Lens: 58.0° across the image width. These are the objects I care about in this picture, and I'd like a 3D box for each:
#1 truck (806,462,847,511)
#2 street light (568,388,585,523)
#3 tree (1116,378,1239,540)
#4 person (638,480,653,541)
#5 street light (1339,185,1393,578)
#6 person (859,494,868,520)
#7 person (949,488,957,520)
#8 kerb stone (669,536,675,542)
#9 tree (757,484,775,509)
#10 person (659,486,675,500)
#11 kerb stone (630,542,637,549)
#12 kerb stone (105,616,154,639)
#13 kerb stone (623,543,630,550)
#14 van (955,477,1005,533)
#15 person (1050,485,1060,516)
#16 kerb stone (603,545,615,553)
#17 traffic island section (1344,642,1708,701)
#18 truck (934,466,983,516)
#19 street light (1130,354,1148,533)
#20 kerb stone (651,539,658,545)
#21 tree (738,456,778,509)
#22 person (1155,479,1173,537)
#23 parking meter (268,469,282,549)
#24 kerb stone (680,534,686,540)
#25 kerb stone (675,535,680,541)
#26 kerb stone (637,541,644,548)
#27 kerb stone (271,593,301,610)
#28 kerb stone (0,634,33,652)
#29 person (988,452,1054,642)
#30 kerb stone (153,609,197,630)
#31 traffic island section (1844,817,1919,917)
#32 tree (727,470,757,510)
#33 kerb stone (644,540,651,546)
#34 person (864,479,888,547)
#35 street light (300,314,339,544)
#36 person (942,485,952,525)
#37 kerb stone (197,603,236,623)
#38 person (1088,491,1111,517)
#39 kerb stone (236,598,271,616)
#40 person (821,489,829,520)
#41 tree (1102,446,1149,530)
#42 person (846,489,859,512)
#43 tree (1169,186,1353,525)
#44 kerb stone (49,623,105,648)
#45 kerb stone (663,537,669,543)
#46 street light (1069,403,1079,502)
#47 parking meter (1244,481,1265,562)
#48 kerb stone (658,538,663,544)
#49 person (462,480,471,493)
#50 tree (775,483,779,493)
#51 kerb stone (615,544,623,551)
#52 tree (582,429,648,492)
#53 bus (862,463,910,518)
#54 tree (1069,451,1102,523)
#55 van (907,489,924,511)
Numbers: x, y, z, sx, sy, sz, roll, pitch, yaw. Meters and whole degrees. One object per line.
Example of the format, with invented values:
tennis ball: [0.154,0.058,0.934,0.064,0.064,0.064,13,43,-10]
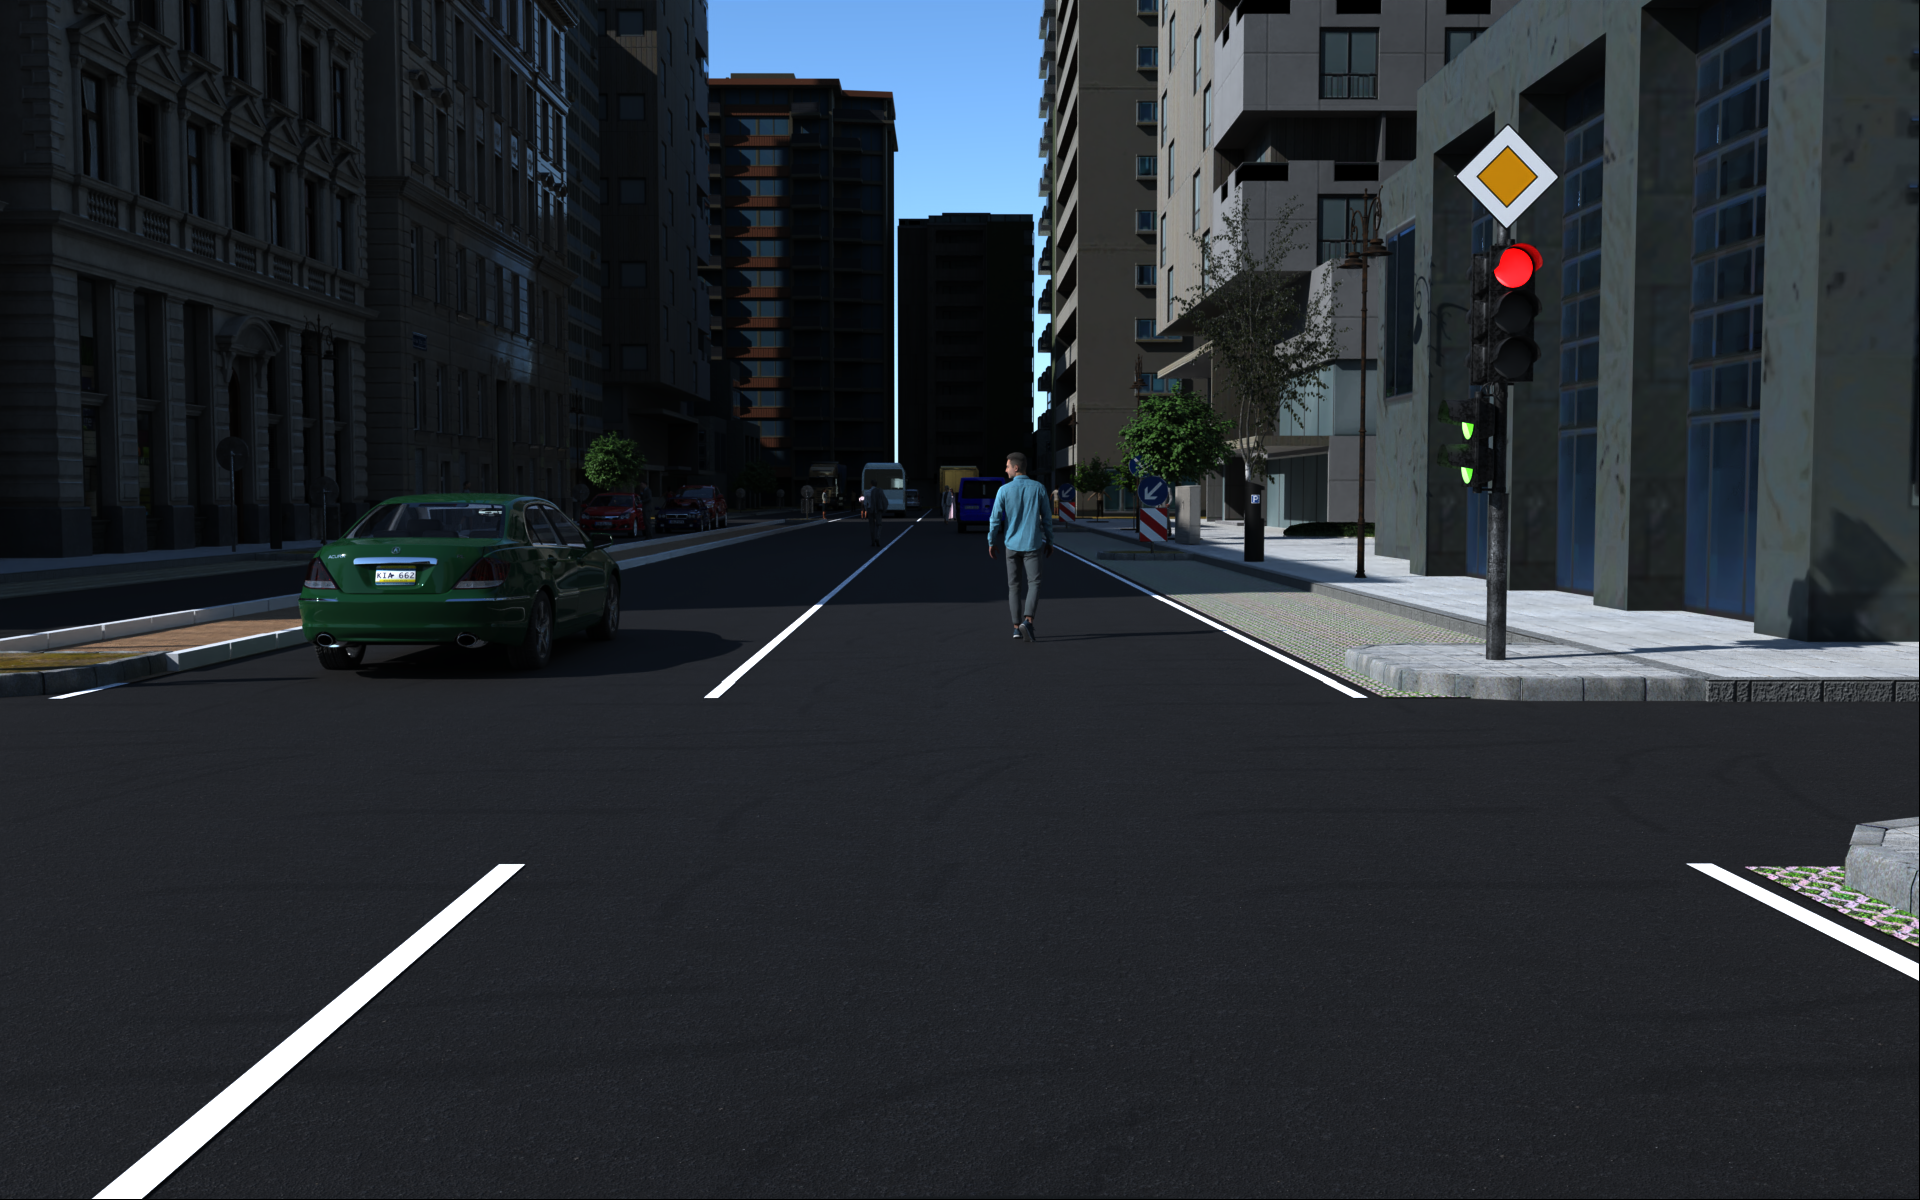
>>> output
truck: [-11.574,-9.937,151.384,2.839,4.237,11.283,0,4,1]
street light: [-16.722,-6.297,75.748,0.468,5.910,1.993,0,4,0]
tree: [6.113,-3.993,48.999,4.285,4.588,4.351,0,3,0]
person: [-9.547,-2.703,52.498,0.447,1.846,0.655,-1,4,-23]
street light: [6.133,-3.275,26.337,0.468,5.910,1.993,0,4,0]
person: [-5.353,-5.171,96.231,0.799,1.438,0.628,3,5,40]
person: [-0.464,-5.177,93.810,0.551,1.740,0.621,-3,5,-40]
kerb stone: [-8.673,-1.782,51.326,0.120,0.150,1.000,0,4,0]
tree: [-17.618,-9.587,151.346,1.663,3.219,1.824,0,3,0]
person: [-17.329,-5.894,103.093,1.217,1.739,0.721,-1,4,-19]
kerb stone: [-8.635,-1.406,45.185,0.120,0.150,1.000,0,4,0]
kerb stone: [-8.450,0.288,17.483,0.120,0.150,1.000,0,4,0]
kerb stone: [-8.622,-1.344,44.162,0.120,0.150,1.000,0,4,0]
van: [0.885,-3.726,65.307,2.240,2.365,5.245,0,4,1]
person: [5.759,-5.903,102.561,0.705,1.824,1.348,-3,5,-39]
kerb stone: [-8.605,-1.217,42.118,0.120,0.150,1.000,0,4,0]
traffic island section: [4.178,0.541,13.439,2.009,0.180,2.903,0,4,0]
truck: [-0.092,-7.478,118.196,3.469,3.379,9.791,0,4,-1]
street light: [5.886,-5.163,57.204,0.468,5.910,1.993,0,4,0]
kerb stone: [-8.643,-1.594,48.260,0.120,0.150,1.000,0,4,0]
tree: [-17.090,-9.963,146.605,4.285,4.588,4.351,0,3,0]
person: [6.117,-2.796,52.030,0.678,1.792,0.850,2,4,34]
parking meter: [-15.981,-2.123,40.424,0.255,1.863,0.399,-1,4,-23]
kerb stone: [-8.673,-1.907,53.371,0.120,0.150,1.000,0,4,0]
kerb stone: [-8.673,-1.844,52.348,0.120,0.150,1.000,0,4,0]
kerb stone: [-8.636,-1.468,46.207,0.120,0.150,1.000,0,4,0]
kerb stone: [-8.479,0.037,21.591,0.120,0.150,1.000,0,4,0]
kerb stone: [-8.446,0.414,15.428,0.120,0.150,1.000,0,4,0]
person: [0.578,-0.530,17.023,0.638,1.841,0.748,1,4,14]
kerb stone: [-8.466,0.226,18.512,0.120,0.150,1.000,0,4,0]
traffic island section: [4.227,1.029,5.454,2.009,0.180,2.903,0,4,0]
tree: [-17.803,-8.906,140.207,1.663,3.219,1.824,0,3,0]
kerb stone: [-8.641,-1.531,47.235,0.120,0.150,1.000,0,4,0]
person: [-2.295,-2.372,47.380,0.679,1.850,0.850,0,4,-2]
street light: [-16.485,-4.398,44.695,0.468,5.910,1.993,0,4,0]
person: [-0.621,-4.476,81.558,0.514,1.842,0.818,0,4,3]
kerb stone: [-8.468,0.164,19.534,0.120,0.150,1.000,0,4,0]
person: [7.747,-5.490,95.818,1.348,1.823,0.705,-1,4,-9]
kerb stone: [-8.474,0.101,20.567,0.120,0.150,1.000,0,4,0]
person: [-7.425,-5.311,96.117,0.721,1.735,1.217,0,4,6]
tree: [6.066,-4.101,61.645,1.663,3.219,1.824,0,3,0]
person: [-8.703,-8.100,141.035,1.348,1.812,0.705,-3,4,-38]
tree: [7.309,-5.627,42.370,4.360,8.622,3.978,0,3,0]
kerb stone: [-8.458,0.351,16.455,0.120,0.150,1.000,0,4,0]
kerb stone: [-8.667,-1.712,50.304,0.120,0.150,1.000,0,4,0]
street light: [5.756,-7.050,88.052,0.468,5.910,1.993,0,4,0]
parking meter: [5.596,-1.499,32.915,0.372,1.533,0.369,0,3,0]
kerb stone: [-8.653,-1.657,49.282,0.120,0.150,1.000,0,4,0]
person: [-16.301,-3.086,57.253,0.466,1.731,0.760,1,4,15]
tree: [-17.127,-9.926,156.898,1.663,3.219,1.824,0,3,0]
kerb stone: [-8.614,-1.281,43.140,0.120,0.150,1.000,0,4,0]
tree: [-17.380,-6.332,87.249,4.285,4.588,4.351,0,3,0]
bus: [-4.640,-6.951,108.509,2.948,3.499,13.247,0,4,-1]
tree: [6.139,-5.134,78.542,1.663,3.219,1.824,0,3,0]
van: [-4.192,-8.759,150.223,2.013,2.044,4.112,0,4,1]
